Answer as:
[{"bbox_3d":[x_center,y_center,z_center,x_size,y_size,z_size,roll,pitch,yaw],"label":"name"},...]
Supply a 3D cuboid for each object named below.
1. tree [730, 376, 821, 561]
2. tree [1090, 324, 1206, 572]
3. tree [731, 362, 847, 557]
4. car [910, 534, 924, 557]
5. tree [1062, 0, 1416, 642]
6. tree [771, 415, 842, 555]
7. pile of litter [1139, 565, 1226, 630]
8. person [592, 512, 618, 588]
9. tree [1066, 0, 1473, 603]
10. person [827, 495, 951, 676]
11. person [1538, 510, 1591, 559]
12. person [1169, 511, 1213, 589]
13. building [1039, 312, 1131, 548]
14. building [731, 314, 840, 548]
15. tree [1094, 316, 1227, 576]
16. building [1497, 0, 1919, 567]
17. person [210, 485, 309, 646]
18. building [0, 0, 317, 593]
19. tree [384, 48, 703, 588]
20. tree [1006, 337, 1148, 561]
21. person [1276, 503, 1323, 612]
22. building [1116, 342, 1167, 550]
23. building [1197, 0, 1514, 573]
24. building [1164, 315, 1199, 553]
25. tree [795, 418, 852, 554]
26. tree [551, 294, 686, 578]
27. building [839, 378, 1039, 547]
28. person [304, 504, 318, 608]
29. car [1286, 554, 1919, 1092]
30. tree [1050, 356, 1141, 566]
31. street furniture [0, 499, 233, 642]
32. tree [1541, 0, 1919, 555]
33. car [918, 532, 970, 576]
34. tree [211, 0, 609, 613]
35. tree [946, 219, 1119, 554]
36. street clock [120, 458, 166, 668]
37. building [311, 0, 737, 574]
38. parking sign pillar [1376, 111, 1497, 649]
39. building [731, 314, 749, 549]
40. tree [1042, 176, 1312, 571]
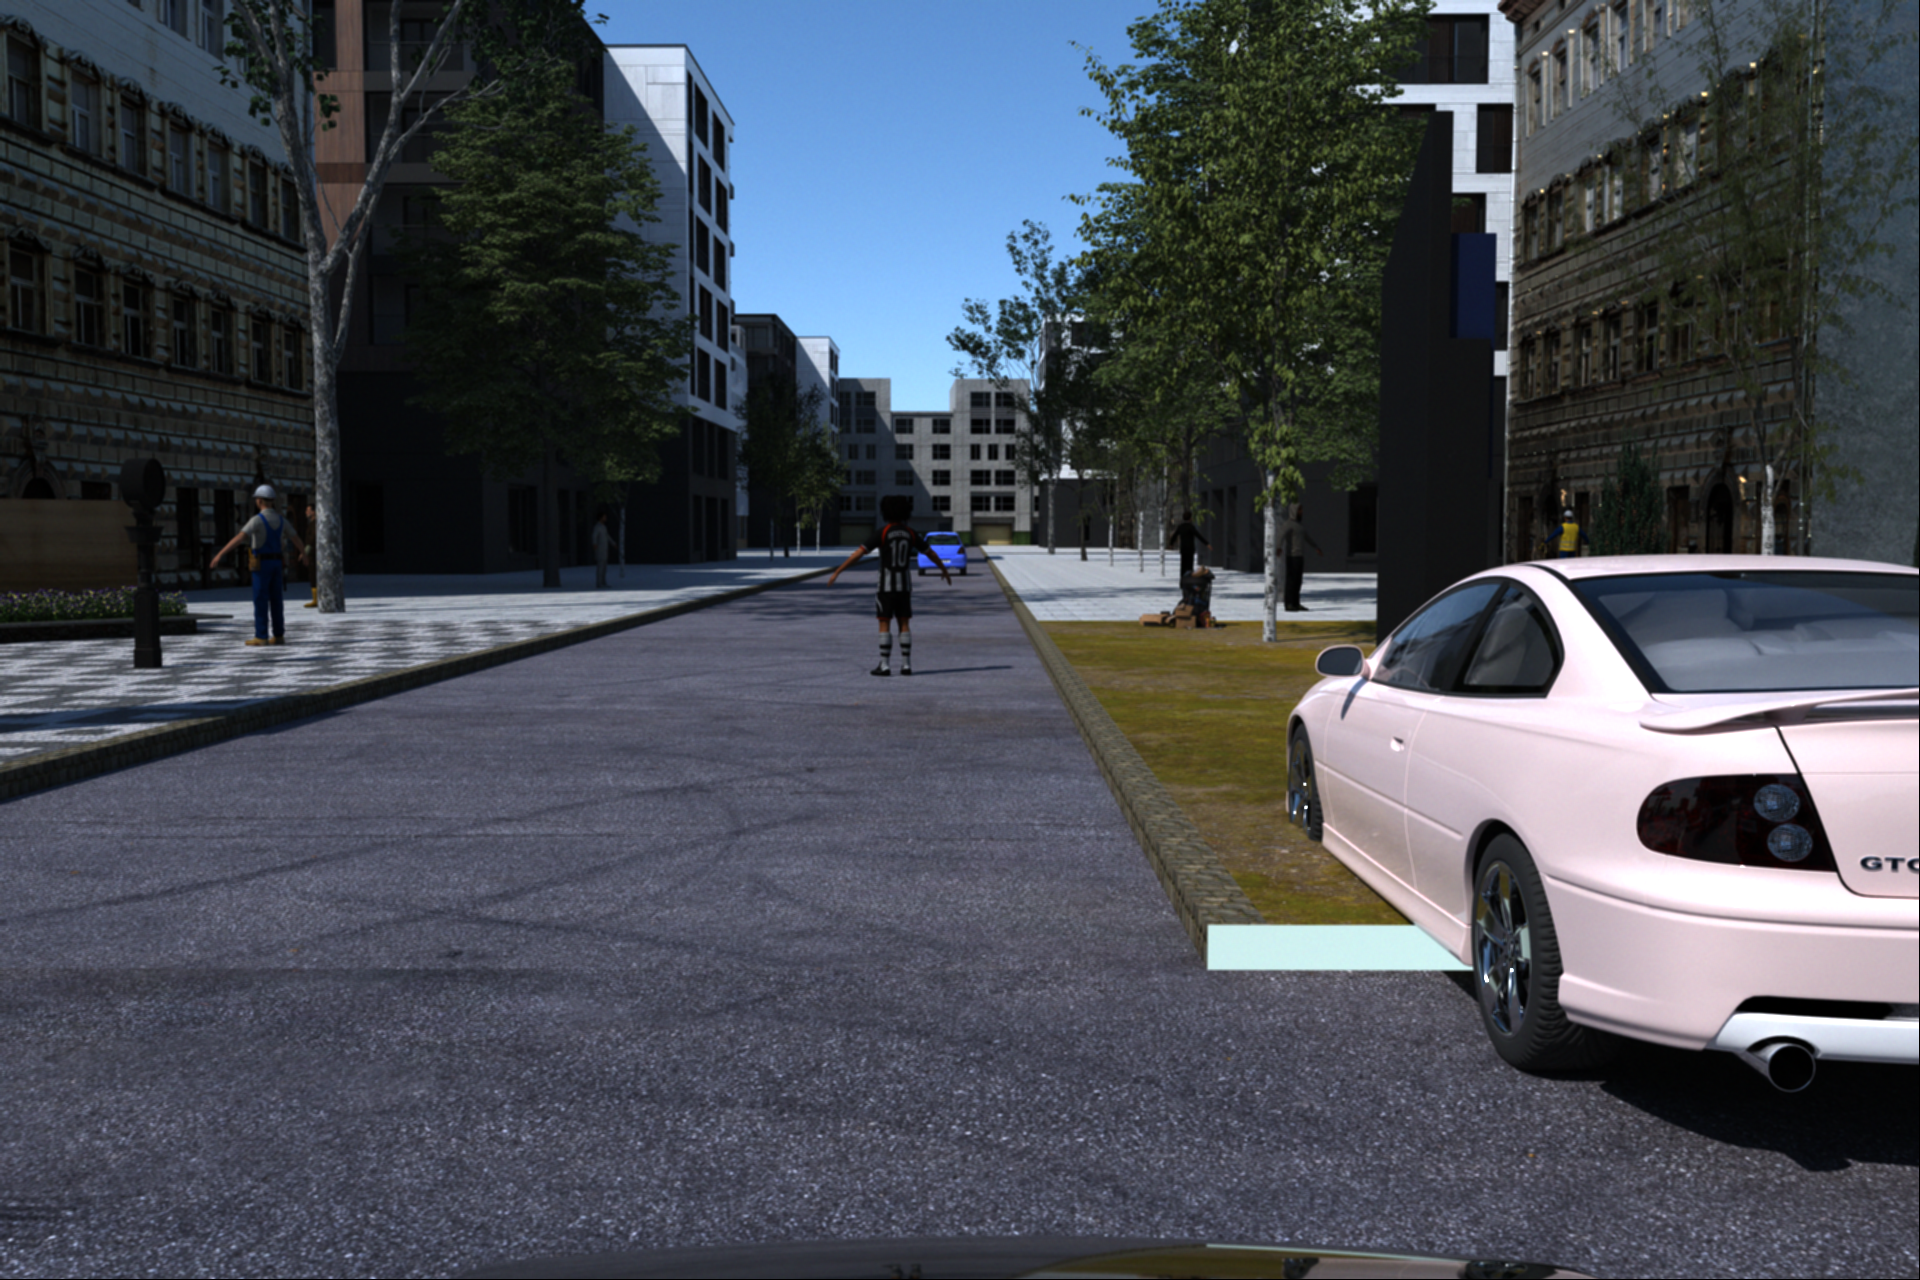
[{"bbox_3d":[-8.657,-8.030,81.658,4.737,8.622,4.395,0,3,0],"label":"tree"},{"bbox_3d":[5.963,-6.574,57.854,4.360,8.622,3.978,0,3,0],"label":"tree"},{"bbox_3d":[-9.837,-9.805,94.728,7.601,10.594,8.767,-2,4,-25],"label":"tree"},{"bbox_3d":[-2.715,-5.041,94.211,2.131,1.459,4.920,0,4,1],"label":"car"},{"bbox_3d":[3.461,-4.277,20.294,4.737,8.622,4.395,0,3,0],"label":"tree"},{"bbox_3d":[-9.476,-9.394,103.959,4.737,8.622,4.395,0,3,0],"label":"tree"},{"bbox_3d":[3.078,-0.616,24.044,1.176,0.858,1.719,0,4,-2],"label":"pile of litter"},{"bbox_3d":[-8.486,-2.139,41.166,0.705,1.806,1.347,1,4,10],"label":"person"},{"bbox_3d":[5.884,-7.000,32.579,7.486,12.596,7.792,0,3,0],"label":"tree"},{"bbox_3d":[-0.676,-0.546,17.532,1.345,1.843,0.704,-2,4,-24],"label":"person"},{"bbox_3d":[14.217,-2.115,40.551,1.349,1.833,0.705,-1,4,-8],"label":"person"},{"bbox_3d":[5.311,-2.087,40.302,0.705,1.806,1.347,-3,4,-38],"label":"person"},{"bbox_3d":[21.834,-20.308,176.004,27.936,21.610,32.646,0,4,0],"label":"building"},{"bbox_3d":[-27.454,-20.384,177.244,27.936,21.610,32.646,0,4,1],"label":"building"},{"bbox_3d":[6.090,-6.217,52.017,4.737,8.622,4.395,0,3,0],"label":"tree"},{"bbox_3d":[25.061,-12.829,40.688,19.493,23.208,18.063,0,4,0],"label":"building"},{"bbox_3d":[-8.030,-0.866,20.023,0.705,1.847,1.347,2,4,28],"label":"person"},{"bbox_3d":[-26.559,-12.626,37.366,19.493,23.208,18.063,0,4,0],"label":"building"},{"bbox_3d":[-10.273,-7.551,41.581,7.486,12.596,7.792,0,3,0],"label":"tree"},{"bbox_3d":[5.619,-9.069,82.683,7.601,10.594,8.767,1,4,12],"label":"tree"},{"bbox_3d":[5.588,-1.385,28.779,0.705,1.813,1.348,3,5,43],"label":"person"},{"bbox_3d":[23.402,-19.338,147.105,19.493,23.208,18.063,0,4,0],"label":"building"},{"bbox_3d":[23.617,-13.949,72.044,27.936,21.610,32.646,0,4,1],"label":"building"},{"bbox_3d":[25.526,-18.187,128.289,19.493,23.208,18.063,0,4,0],"label":"building"},{"bbox_3d":[-9.022,-9.793,110.484,4.737,8.622,4.395,0,3,0],"label":"tree"},{"bbox_3d":[-9.926,-6.131,50.608,4.360,8.622,3.978,0,3,0],"label":"tree"},{"bbox_3d":[-0.888,-20.475,203.672,31.486,18.905,16.747,0,4,-3],"label":"building"},{"bbox_3d":[-11.307,-1.475,30.257,0.704,1.812,1.346,-1,4,-17],"label":"person"},{"bbox_3d":[2.381,0.389,6.004,2.083,1.381,4.827,0,3,0],"label":"car"},{"bbox_3d":[6.088,-7.243,68.779,4.360,8.622,3.978,0,3,0],"label":"tree"},{"bbox_3d":[-14.449,-0.850,20.748,11.010,1.723,9.812,3,4,36],"label":"street furniture"},{"bbox_3d":[9.517,-4.246,19.786,4.360,8.622,3.978,0,3,0],"label":"tree"},{"bbox_3d":[-0.613,-3.113,60.486,1.945,1.707,3.694,0,4,-1],"label":"car"},{"bbox_3d":[-9.039,-10.447,26.694,12.611,20.169,13.585,0,3,0],"label":"tree"},{"bbox_3d":[4.459,-15.378,107.319,12.611,20.169,13.585,0,3,0],"label":"tree"},{"bbox_3d":[-7.800,-0.735,16.583,0.358,2.002,0.471,0,3,0],"label":"street clock"},{"bbox_3d":[-25.392,-13.867,70.693,27.936,21.610,32.646,0,4,1],"label":"building"},{"bbox_3d":[3.207,-1.425,11.779,1.447,3.967,1.447,0,4,0],"label":"parking sign pillar"},{"bbox_3d":[-24.623,-17.757,146.744,16.016,20.090,11.380,0,4,1],"label":"building"},{"bbox_3d":[5.617,-6.738,44.572,7.601,10.594,8.767,0,4,-5],"label":"tree"}]
